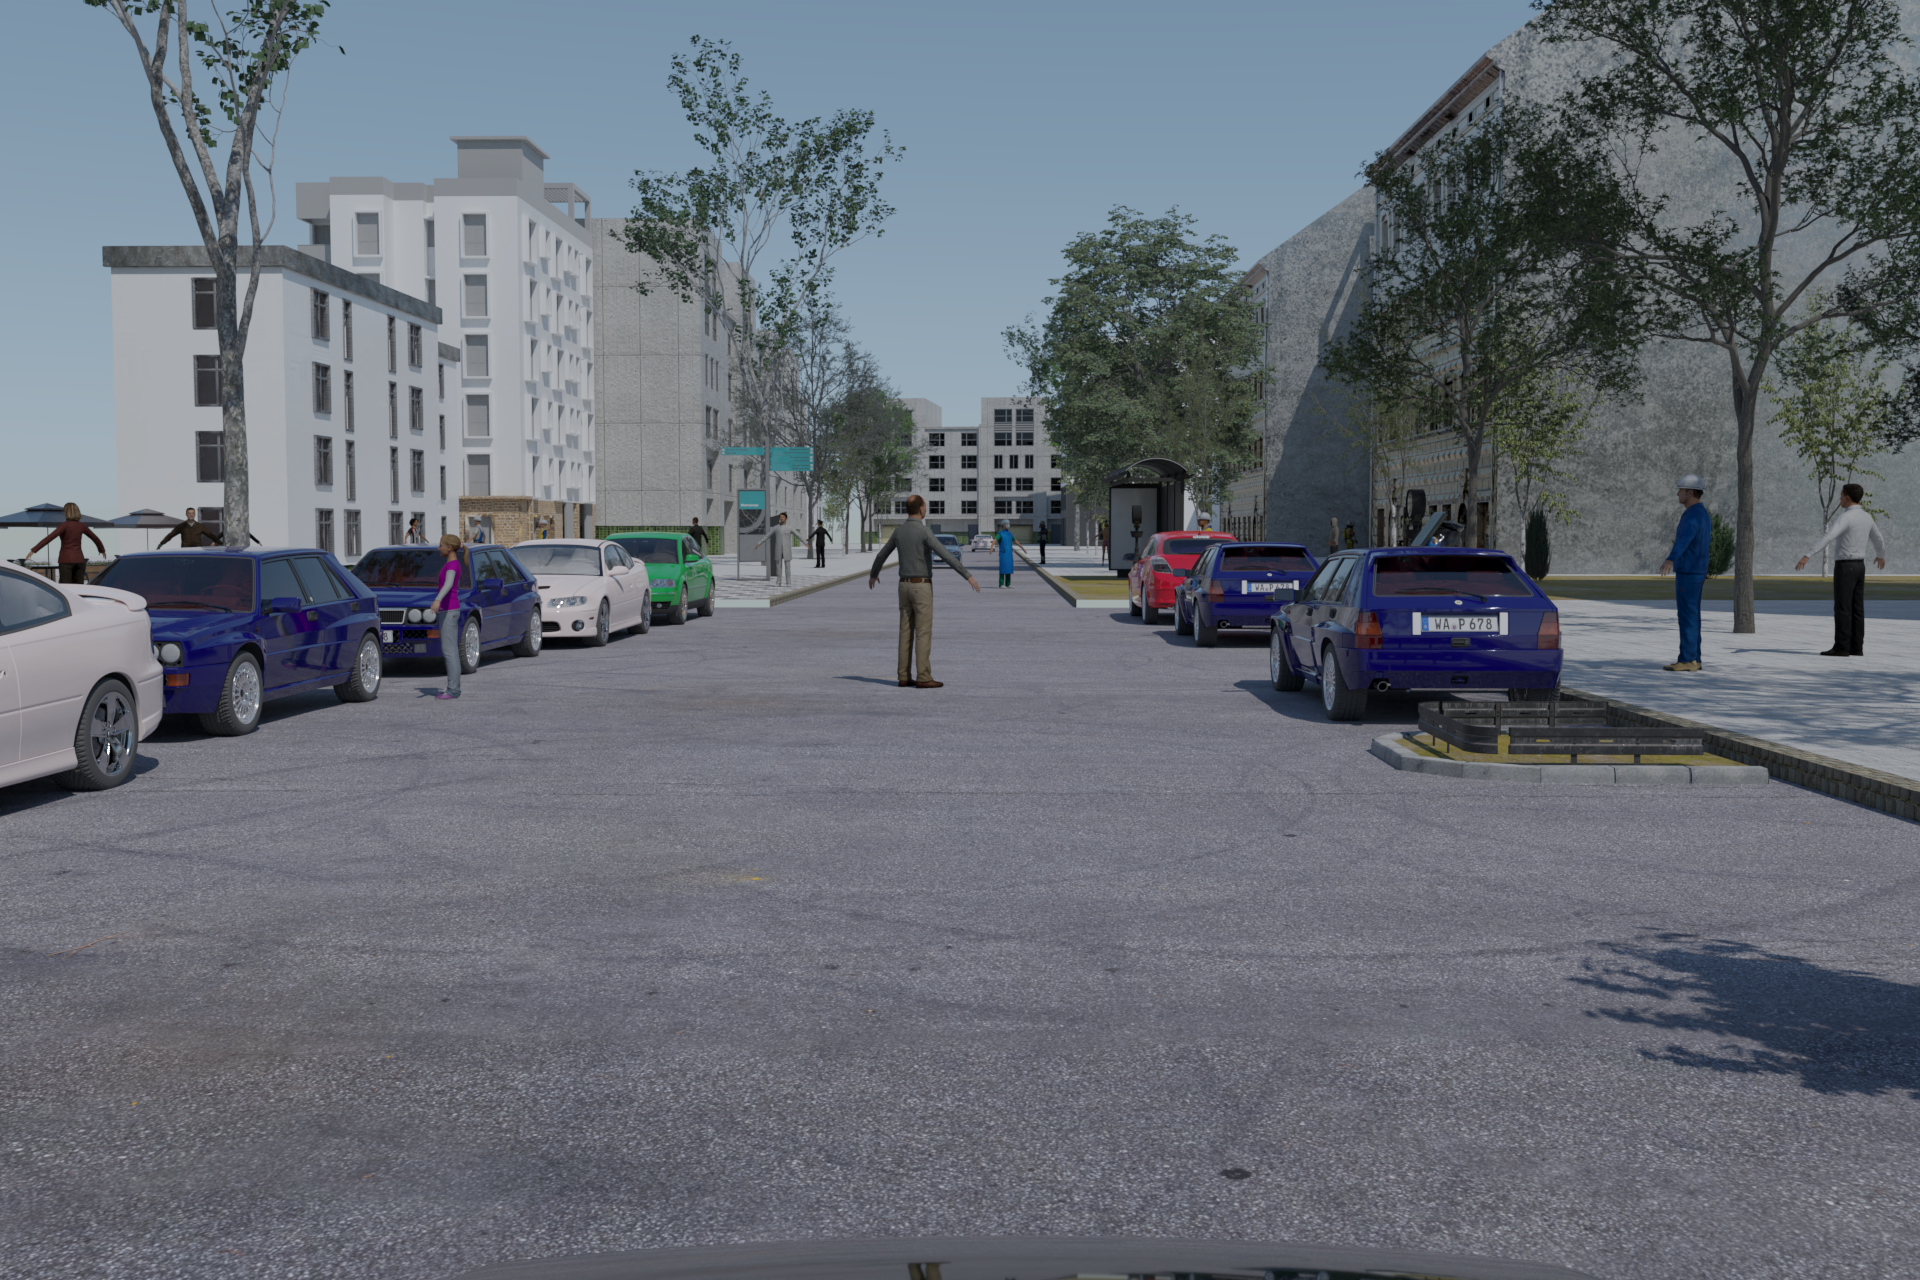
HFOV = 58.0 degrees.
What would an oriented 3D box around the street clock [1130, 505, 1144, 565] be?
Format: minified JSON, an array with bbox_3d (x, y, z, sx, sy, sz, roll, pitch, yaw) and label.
[{"bbox_3d":[4.417,-2.368,43.286,0.358,2.002,0.471,0,4,2],"label":"street clock"}]

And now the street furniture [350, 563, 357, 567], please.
[{"bbox_3d":[-12.618,-2.074,49.529,10.072,0.657,5.734,0,4,-1],"label":"street furniture"}]

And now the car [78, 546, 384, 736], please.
[{"bbox_3d":[-5.908,-0.057,13.517,1.945,1.354,3.894,0,4,1],"label":"car"}]

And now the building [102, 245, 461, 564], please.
[{"bbox_3d":[-23.767,-7.491,64.618,9.099,9.664,28.070,0,4,1],"label":"building"}]

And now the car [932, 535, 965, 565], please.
[{"bbox_3d":[-0.795,-3.735,73.074,2.014,1.417,4.499,0,4,1],"label":"car"}]

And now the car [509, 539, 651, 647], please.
[{"bbox_3d":[-5.424,-0.683,23.528,2.083,1.381,4.827,0,4,1],"label":"car"}]

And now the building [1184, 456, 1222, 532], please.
[{"bbox_3d":[25.016,-13.327,160.038,9.099,9.664,28.070,0,4,1],"label":"building"}]

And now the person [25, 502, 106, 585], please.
[{"bbox_3d":[-12.579,-1.078,24.435,0.721,1.729,1.215,2,4,28],"label":"person"}]

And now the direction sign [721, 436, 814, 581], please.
[{"bbox_3d":[-5.249,-3.625,48.024,2.525,3.948,1.411,0,4,2],"label":"direction sign"}]

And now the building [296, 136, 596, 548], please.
[{"bbox_3d":[-25.630,-13.907,83.803,16.016,20.090,11.380,0,4,2],"label":"building"}]

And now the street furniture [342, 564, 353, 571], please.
[{"bbox_3d":[-13.225,-1.531,40.666,5.734,0.657,10.072,3,4,38],"label":"street furniture"}]

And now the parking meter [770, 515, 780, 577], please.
[{"bbox_3d":[-5.639,-2.844,52.206,0.399,1.863,0.255,0,4,1],"label":"parking meter"}]

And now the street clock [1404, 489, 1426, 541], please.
[{"bbox_3d":[7.359,-1.434,28.010,0.358,2.002,0.471,0,4,1],"label":"street clock"}]

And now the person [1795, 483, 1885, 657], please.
[{"bbox_3d":[9.323,-0.737,18.206,1.344,1.810,0.704,-2,4,-27],"label":"person"}]

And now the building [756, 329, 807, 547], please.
[{"bbox_3d":[-24.474,-18.290,165.501,16.747,18.905,31.486,0,4,0],"label":"building"}]

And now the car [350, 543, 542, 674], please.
[{"bbox_3d":[-5.813,-0.387,18.913,1.945,1.354,3.894,0,4,1],"label":"car"}]

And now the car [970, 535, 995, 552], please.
[{"bbox_3d":[1.869,-7.806,139.985,2.083,1.381,4.827,0,4,0],"label":"car"}]

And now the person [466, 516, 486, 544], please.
[{"bbox_3d":[-15.094,-2.954,54.156,0.705,1.847,1.347,0,4,8],"label":"person"}]

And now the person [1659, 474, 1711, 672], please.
[{"bbox_3d":[6.824,-0.635,16.266,0.705,1.842,1.347,2,4,33],"label":"person"}]

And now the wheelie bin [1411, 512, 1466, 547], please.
[{"bbox_3d":[6.816,-1.026,24.686,0.693,1.594,0.980,0,4,2],"label":"wheelie bin"}]

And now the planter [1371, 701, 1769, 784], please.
[{"bbox_3d":[3.677,0.624,10.946,1.991,0.319,1.994,0,4,2],"label":"planter"}]

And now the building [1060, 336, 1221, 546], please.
[{"bbox_3d":[25.187,-21.452,194.715,27.936,21.610,32.646,0,4,1],"label":"building"}]

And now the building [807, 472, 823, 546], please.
[{"bbox_3d":[-19.927,-15.508,195.705,9.099,9.664,28.070,0,4,2],"label":"building"}]

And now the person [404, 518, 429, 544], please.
[{"bbox_3d":[-18.725,-3.267,59.567,0.704,1.843,1.345,1,4,19],"label":"person"}]

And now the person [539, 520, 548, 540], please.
[{"bbox_3d":[-14.186,-3.194,58.682,0.721,1.772,1.216,-1,4,-17],"label":"person"}]

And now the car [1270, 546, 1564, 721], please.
[{"bbox_3d":[3.708,-0.125,14.617,1.945,1.354,3.894,0,4,1],"label":"car"}]

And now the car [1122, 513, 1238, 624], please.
[{"bbox_3d":[3.828,-1.217,28.936,2.155,1.783,4.494,0,4,1],"label":"car"}]

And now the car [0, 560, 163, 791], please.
[{"bbox_3d":[-5.710,0.241,8.421,2.083,1.381,4.827,0,4,1],"label":"car"}]

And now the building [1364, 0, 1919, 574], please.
[{"bbox_3d":[26.415,-14.216,63.358,19.493,23.208,18.063,0,4,1],"label":"building"}]

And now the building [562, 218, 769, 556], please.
[{"bbox_3d":[-22.731,-15.083,113.068,16.747,18.905,31.486,0,4,1],"label":"building"}]

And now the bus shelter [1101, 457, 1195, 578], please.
[{"bbox_3d":[5.164,-3.329,48.351,2.014,3.302,5.546,0,4,0],"label":"bus shelter"}]

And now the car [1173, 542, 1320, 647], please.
[{"bbox_3d":[3.889,-0.658,23.337,1.945,1.354,3.894,0,4,1],"label":"car"}]

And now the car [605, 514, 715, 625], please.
[{"bbox_3d":[-5.202,-1.219,28.732,1.959,1.807,4.718,0,4,1],"label":"car"}]

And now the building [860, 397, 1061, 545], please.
[{"bbox_3d":[3.733,-22.124,230.645,31.486,18.905,16.747,0,4,7],"label":"building"}]

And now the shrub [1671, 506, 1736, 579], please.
[{"bbox_3d":[21.198,-2.768,49.294,1.661,2.075,1.752,0,3,0],"label":"shrub"}]

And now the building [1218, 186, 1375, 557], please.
[{"bbox_3d":[26.344,-16.752,104.827,19.493,23.208,18.063,0,4,1],"label":"building"}]
